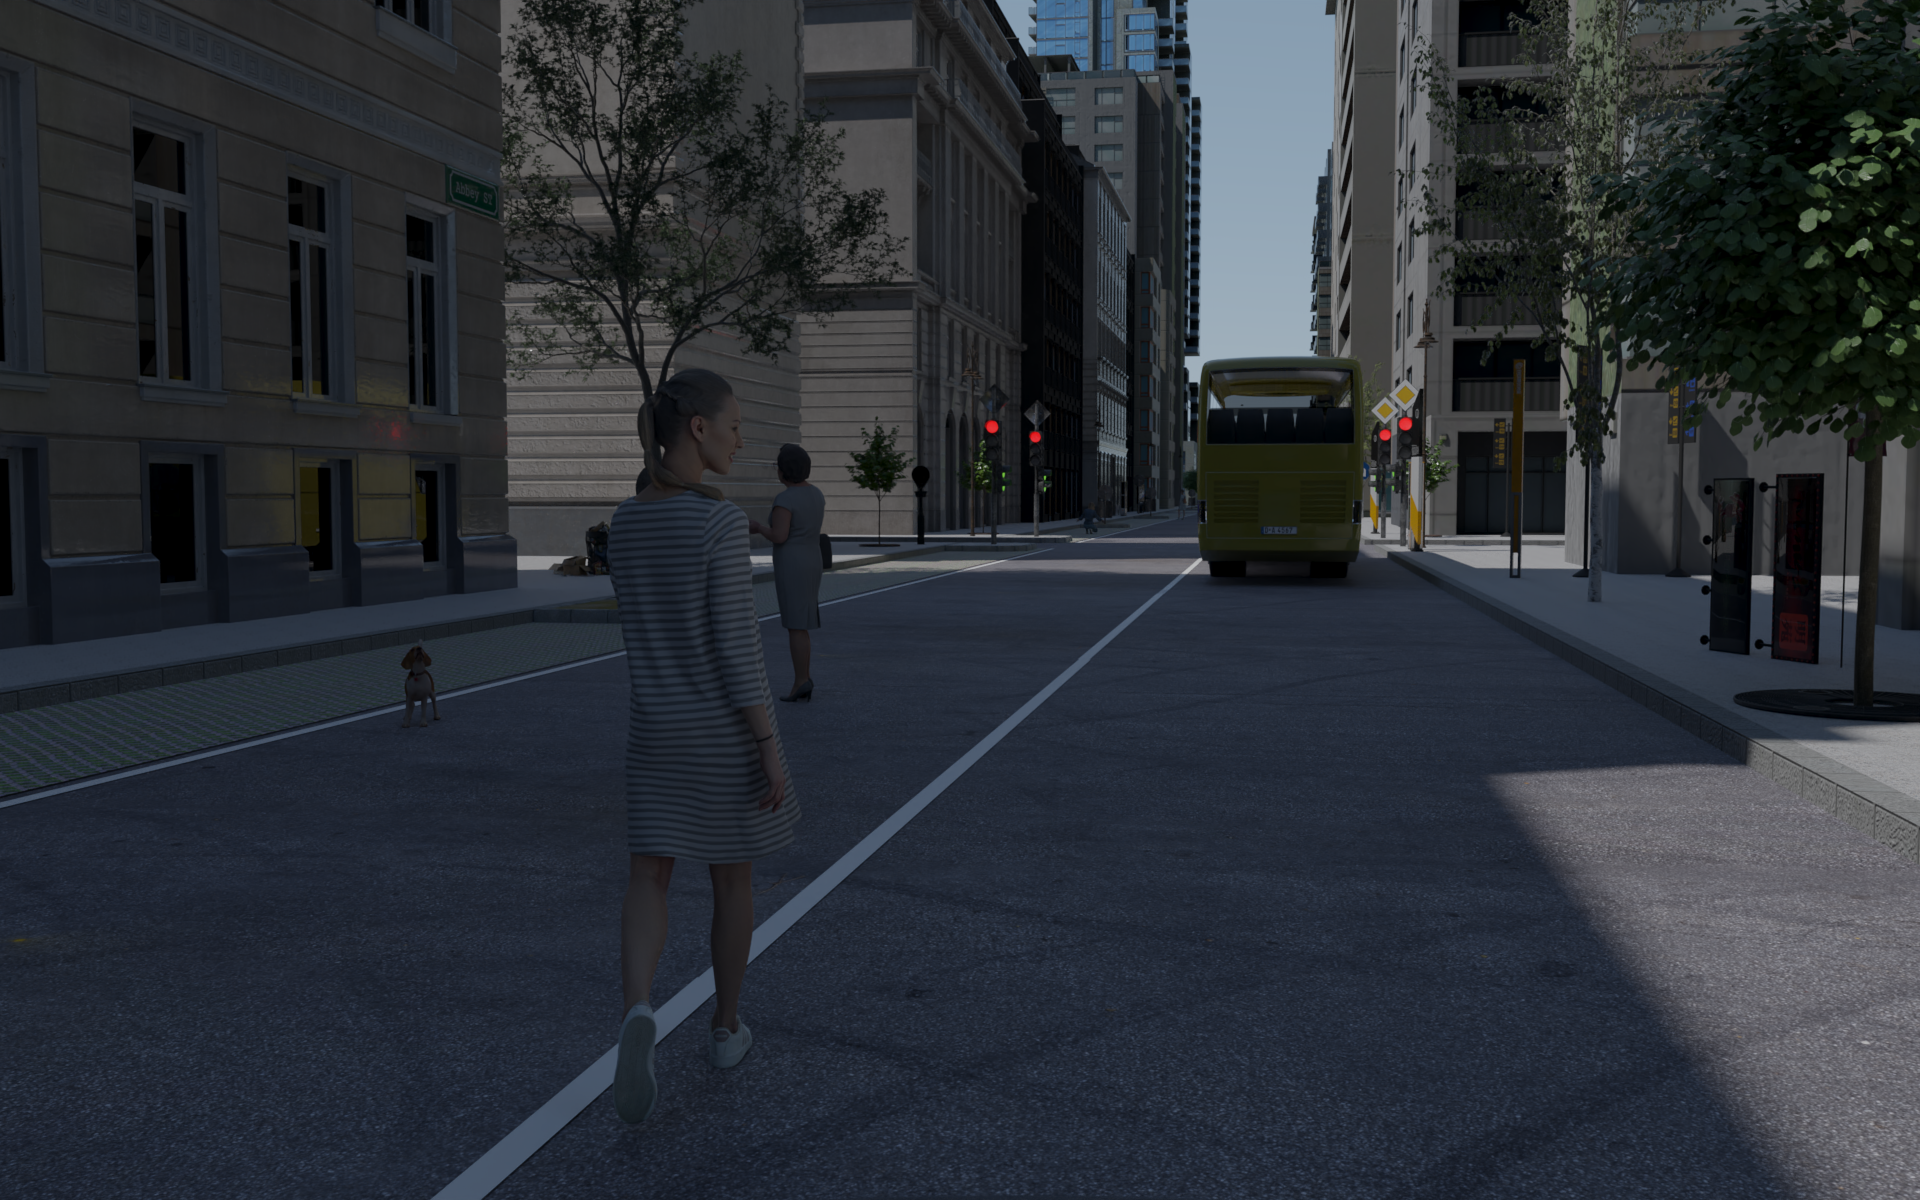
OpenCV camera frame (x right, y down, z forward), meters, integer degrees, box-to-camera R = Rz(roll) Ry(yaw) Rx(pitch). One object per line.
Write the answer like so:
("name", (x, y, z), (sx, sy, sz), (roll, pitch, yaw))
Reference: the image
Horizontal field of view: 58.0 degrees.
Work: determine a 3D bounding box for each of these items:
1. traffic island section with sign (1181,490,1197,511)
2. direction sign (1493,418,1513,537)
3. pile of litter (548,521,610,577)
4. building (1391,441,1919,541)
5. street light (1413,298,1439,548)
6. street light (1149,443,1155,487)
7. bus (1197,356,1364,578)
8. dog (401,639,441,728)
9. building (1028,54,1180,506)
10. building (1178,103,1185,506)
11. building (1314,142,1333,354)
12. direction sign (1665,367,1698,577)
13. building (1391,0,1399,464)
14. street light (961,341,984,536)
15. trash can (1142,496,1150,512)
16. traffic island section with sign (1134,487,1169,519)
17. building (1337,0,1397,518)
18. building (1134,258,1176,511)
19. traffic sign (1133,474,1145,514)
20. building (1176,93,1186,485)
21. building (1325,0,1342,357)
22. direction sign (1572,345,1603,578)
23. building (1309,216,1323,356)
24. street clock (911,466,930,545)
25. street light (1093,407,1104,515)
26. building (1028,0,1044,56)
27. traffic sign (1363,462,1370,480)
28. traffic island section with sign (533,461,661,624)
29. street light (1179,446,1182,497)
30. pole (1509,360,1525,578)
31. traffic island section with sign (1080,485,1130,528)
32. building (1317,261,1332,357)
("traffic island section with sign", (20.082, -8.614, 149.458), (1.989, 1.847, 2.006), (1, 4, 10))
("direction sign", (16.384, -3.658, 51.802), (0.876, 3.537, 0.379), (0, 4, 0))
("pile of litter", (-6.023, -0.839, 27.679), (1.176, 0.858, 1.719), (1, 4, 10))
("building", (26.486, -38.002, 59.584), (20.611, 71.187, 20.563), (1, 4, 10))
("street light", (11.026, -4.178, 41.102), (0.468, 5.910, 1.993), (1, 4, 10))
("street light", (14.191, -9.518, 128.401), (0.468, 5.910, 1.993), (1, 4, 10))
("bus", (6.010, -2.513, 32.629), (2.896, 3.916, 12.252), (1, 4, 10))
("dog", (-3.368, 0.519, 10.805), (0.540, 0.507, 0.406), (3, 4, 37))
("building", (12.840, -29.349, 163.444), (14.154, 41.232, 14.086), (1, 4, 10))
("building", (15.473, -30.193, 177.256), (14.154, 41.232, 14.086), (1, 4, 10))
("building", (59.400, -37.605, 234.445), (23.786, 49.044, 30.456), (1, 4, 10))
("direction sign", (11.131, -2.125, 26.735), (0.379, 3.537, 0.876), (0, 4, -3))
("building", (26.860, -26.078, 76.494), (14.600, 45.320, 14.200), (1, 4, 10))
("street light", (0.383, -4.879, 52.562), (0.468, 5.910, 1.993), (1, 4, 10))
("trash can", (13.166, -6.782, 122.543), (0.748, 1.137, 0.748), (0, 3, 0))
("traffic island section with sign", (11.127, -5.619, 100.500), (1.989, 1.847, 2.006), (1, 4, 10))
("building", (33.547, -29.220, 101.456), (21.300, 48.544, 21.600), (1, 4, 10))
("building", (3.097, -18.255, 143.501), (27.650, 21.520, 28.899), (1, 4, 10))
("traffic sign", (11.605, -6.869, 112.408), (0.768, 2.556, 0.104), (1, 4, 16))
("building", (17.482, -33.109, 191.434), (14.600, 45.320, 14.200), (1, 4, 10))
("building", (48.598, -34.947, 160.615), (28.713, 52.752, 27.495), (1, 4, 10))
("direction sign", (9.662, -2.120, 26.656), (0.379, 3.537, 0.876), (3, 5, 43))
("building", (64.692, -37.281, 264.168), (22.147, 44.769, 28.867), (1, 4, 10))
("street clock", (-0.995, -2.414, 44.043), (0.471, 2.002, 0.358), (0, 4, 1))
("street light", (7.233, -7.191, 90.363), (0.468, 5.910, 1.993), (1, 4, 10))
("building", (20.149, -55.799, 224.976), (22.319, 86.520, 31.000), (1, 4, 10))
("traffic sign", (15.433, -4.082, 66.838), (0.768, 2.556, 0.104), (1, 4, 13))
("traffic island section with sign", (-3.590, -0.692, 19.947), (1.989, 1.847, 2.006), (1, 4, 10))
("street light", (21.150, -11.830, 166.205), (0.468, 5.910, 1.993), (1, 4, 10))
("pole", (8.495, -1.991, 26.393), (0.158, 3.312, 0.155), (0, 3, 0))
("traffic island section with sign", (6.182, -3.962, 73.407), (1.989, 1.847, 2.006), (1, 4, 10))
("building", (51.163, -27.046, 213.905), (14.160, 30.474, 14.107), (1, 4, 10))
